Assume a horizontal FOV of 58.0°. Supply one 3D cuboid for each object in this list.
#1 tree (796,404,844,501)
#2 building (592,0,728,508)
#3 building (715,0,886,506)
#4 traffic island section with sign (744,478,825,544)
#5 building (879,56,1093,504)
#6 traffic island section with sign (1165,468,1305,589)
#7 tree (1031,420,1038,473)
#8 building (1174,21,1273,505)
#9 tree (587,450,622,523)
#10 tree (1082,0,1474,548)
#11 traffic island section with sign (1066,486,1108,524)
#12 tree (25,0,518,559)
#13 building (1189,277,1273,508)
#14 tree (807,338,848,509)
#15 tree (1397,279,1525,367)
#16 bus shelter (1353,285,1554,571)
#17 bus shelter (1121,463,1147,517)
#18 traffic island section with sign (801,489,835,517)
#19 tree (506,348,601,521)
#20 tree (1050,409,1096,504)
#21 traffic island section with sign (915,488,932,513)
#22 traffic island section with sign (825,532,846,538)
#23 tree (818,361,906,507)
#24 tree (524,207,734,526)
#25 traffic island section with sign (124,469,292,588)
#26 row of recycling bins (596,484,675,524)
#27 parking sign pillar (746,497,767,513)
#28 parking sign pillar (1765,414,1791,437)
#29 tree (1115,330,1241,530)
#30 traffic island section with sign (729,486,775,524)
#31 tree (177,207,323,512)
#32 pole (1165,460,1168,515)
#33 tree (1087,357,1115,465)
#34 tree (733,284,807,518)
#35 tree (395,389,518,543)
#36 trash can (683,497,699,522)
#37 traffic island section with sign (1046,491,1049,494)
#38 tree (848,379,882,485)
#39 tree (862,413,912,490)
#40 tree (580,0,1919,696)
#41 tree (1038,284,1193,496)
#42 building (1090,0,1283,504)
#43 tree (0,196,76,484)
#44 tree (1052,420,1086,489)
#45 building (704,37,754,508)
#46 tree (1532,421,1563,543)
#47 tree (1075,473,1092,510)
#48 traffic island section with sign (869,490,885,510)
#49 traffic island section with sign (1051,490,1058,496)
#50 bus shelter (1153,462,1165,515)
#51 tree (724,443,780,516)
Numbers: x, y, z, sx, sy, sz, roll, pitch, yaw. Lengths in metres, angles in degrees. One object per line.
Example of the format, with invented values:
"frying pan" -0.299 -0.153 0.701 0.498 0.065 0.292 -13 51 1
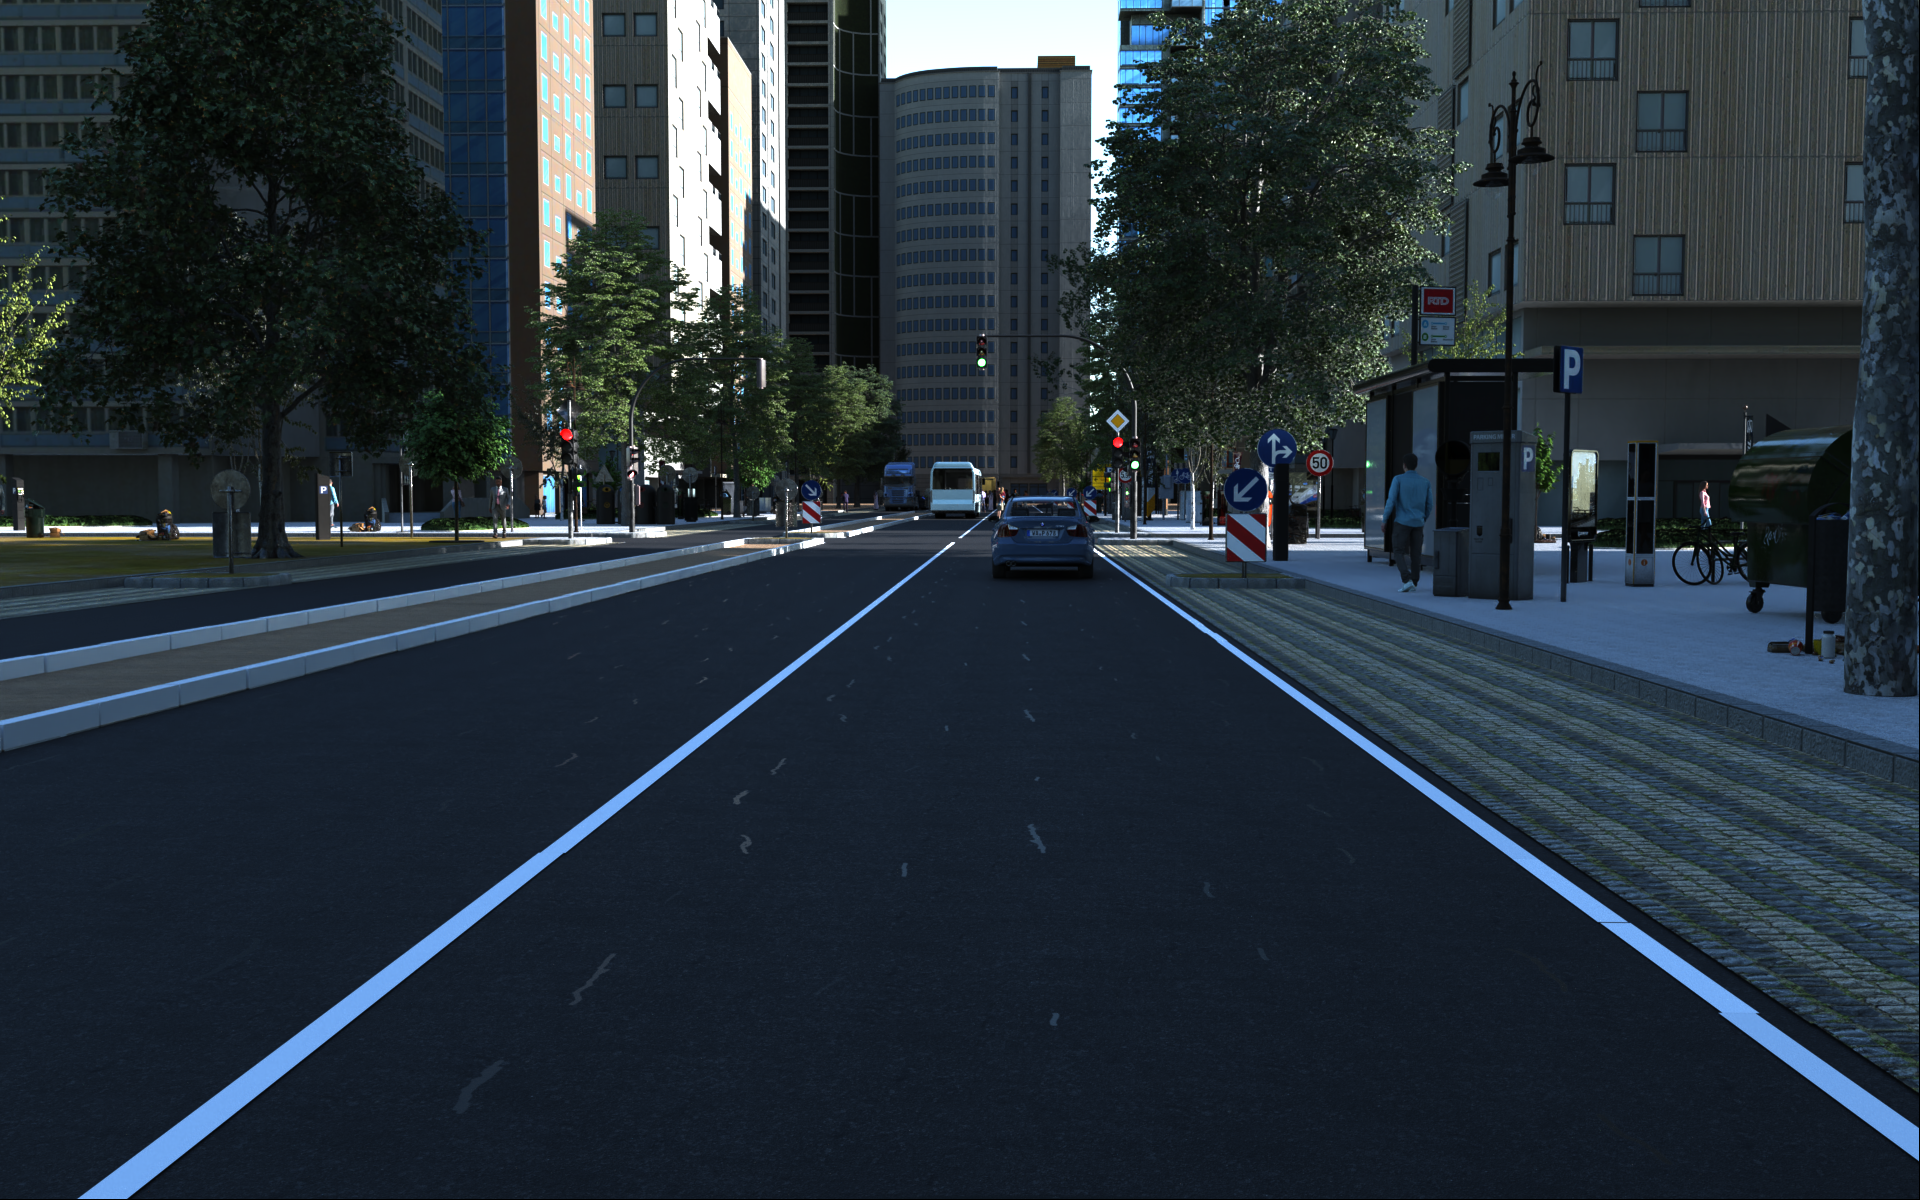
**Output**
"tree" -11.389 -11.307 135.231 4.737 8.622 4.395 0 3 0
"building" -35.387 -34.103 146.824 28.713 52.752 27.495 0 4 2
"building" -20.996 -48.872 237.312 20.611 71.187 20.563 0 4 2
"traffic island section with sign" -5.103 -2.565 50.073 2.006 1.907 1.989 0 4 2
"building" 3.399 -42.495 236.796 28.212 58.520 21.231 0 4 2
"traffic island section with sign" 4.246 -1.125 27.021 1.989 1.847 2.006 0 4 2
"tree" 11.718 -17.327 201.430 7.486 12.596 7.792 0 3 0
"building" 34.361 -34.333 180.946 23.786 49.044 30.456 0 4 2
"tree" -15.616 -5.030 76.844 1.663 3.219 1.824 0 3 0
"tree" 7.087 -8.233 41.258 9.857 13.997 8.962 0 3 0
"traffic island section with sign" 6.065 -4.530 82.688 1.989 1.847 2.006 0 4 2
"tree" -13.693 -7.183 34.454 9.611 12.733 9.660 0 3 0
"building" 35.451 -18.781 152.113 27.650 21.520 28.899 0 4 2
"tree" -12.269 -12.690 125.614 7.486 12.596 7.792 0 3 0
"tree" 16.968 -6.631 58.780 4.737 8.622 4.395 0 3 0
"bus shelter" 8.432 -3.267 31.051 2.179 5.291 8.768 0 4 2
"bus shelter" 10.128 -6.747 101.602 1.731 3.624 6.357 0 4 2
"traffic island section with sign" -8.981 -6.184 109.737 1.989 1.847 2.006 0 4 2
"tree" -19.418 -8.123 83.176 4.360 8.622 3.978 0 3 0
"tree" 10.204 -12.187 149.623 4.737 8.622 4.395 0 3 0
"traffic island section with sign" -2.411 -7.611 132.575 2.006 1.907 1.989 0 4 2
"traffic island section with sign" -4.852 -3.018 57.476 2.006 1.907 1.989 0 4 2
"tree" -9.864 -15.940 167.269 9.857 13.997 8.962 0 3 0
"tree" -13.896 -9.255 69.453 7.486 12.596 7.792 0 3 0
"traffic island section with sign" -11.679 -1.135 27.190 1.989 1.847 2.006 0 4 2
"row of recycling bins" -13.816 -4.076 73.763 3.534 1.692 1.069 1 4 11
"parking sign pillar" -13.592 -7.743 115.073 1.447 3.967 1.447 0 4 -3
"parking sign pillar" 27.606 -4.243 57.839 1.447 3.967 1.447 1 4 14
"tree" 8.311 -6.834 62.093 4.360 8.622 3.978 0 3 0
"traffic island section with sign" -9.875 -4.524 82.600 1.989 1.847 2.006 0 4 2
"tree" -17.971 -5.747 44.324 4.360 8.622 3.978 0 3 0
"pole" 12.360 -6.726 103.807 0.158 3.312 0.155 0 3 0
"tree" 8.468 -7.779 77.553 4.360 8.622 3.978 0 3 0
"tree" -12.578 -10.767 94.172 7.486 12.596 7.792 0 3 0
"tree" -13.565 -3.825 46.247 4.285 4.588 4.351 0 3 0
"trash can" -12.397 -4.171 79.847 0.748 1.137 0.748 0 3 0
"traffic island section with sign" 8.557 -9.209 159.188 1.989 1.847 2.006 0 4 2
"tree" -10.759 -14.331 152.434 7.486 12.596 7.792 0 3 0
"tree" -8.909 -16.131 198.152 8.767 10.594 7.601 3 4 36
"tree" 5.059 -9.385 9.342 12.611 20.169 13.585 0 3 0
"tree" 9.368 -10.660 92.425 7.486 12.596 7.792 0 3 0
"building" 33.014 -56.457 235.749 31.000 86.520 22.319 0 4 2
"tree" -23.489 -5.538 40.913 4.737 8.622 4.395 0 3 0
"tree" 11.325 -13.607 172.837 4.360 8.622 3.978 0 3 0
"building" -28.038 -31.672 167.943 14.600 45.320 14.200 0 4 2
"tree" 15.350 -3.131 45.801 1.663 3.219 1.824 0 3 0
"tree" 10.434 -9.039 142.393 1.663 3.219 1.824 0 3 0
"traffic island section with sign" -7.355 -9.253 159.921 1.989 1.847 2.006 0 4 2
"traffic island section with sign" 6.941 -6.177 109.629 1.989 1.847 2.006 0 4 2
"bus shelter" 11.891 -7.063 109.401 2.014 3.302 5.546 0 4 2
"tree" -12.232 -7.271 102.590 4.285 4.588 4.351 0 3 0
